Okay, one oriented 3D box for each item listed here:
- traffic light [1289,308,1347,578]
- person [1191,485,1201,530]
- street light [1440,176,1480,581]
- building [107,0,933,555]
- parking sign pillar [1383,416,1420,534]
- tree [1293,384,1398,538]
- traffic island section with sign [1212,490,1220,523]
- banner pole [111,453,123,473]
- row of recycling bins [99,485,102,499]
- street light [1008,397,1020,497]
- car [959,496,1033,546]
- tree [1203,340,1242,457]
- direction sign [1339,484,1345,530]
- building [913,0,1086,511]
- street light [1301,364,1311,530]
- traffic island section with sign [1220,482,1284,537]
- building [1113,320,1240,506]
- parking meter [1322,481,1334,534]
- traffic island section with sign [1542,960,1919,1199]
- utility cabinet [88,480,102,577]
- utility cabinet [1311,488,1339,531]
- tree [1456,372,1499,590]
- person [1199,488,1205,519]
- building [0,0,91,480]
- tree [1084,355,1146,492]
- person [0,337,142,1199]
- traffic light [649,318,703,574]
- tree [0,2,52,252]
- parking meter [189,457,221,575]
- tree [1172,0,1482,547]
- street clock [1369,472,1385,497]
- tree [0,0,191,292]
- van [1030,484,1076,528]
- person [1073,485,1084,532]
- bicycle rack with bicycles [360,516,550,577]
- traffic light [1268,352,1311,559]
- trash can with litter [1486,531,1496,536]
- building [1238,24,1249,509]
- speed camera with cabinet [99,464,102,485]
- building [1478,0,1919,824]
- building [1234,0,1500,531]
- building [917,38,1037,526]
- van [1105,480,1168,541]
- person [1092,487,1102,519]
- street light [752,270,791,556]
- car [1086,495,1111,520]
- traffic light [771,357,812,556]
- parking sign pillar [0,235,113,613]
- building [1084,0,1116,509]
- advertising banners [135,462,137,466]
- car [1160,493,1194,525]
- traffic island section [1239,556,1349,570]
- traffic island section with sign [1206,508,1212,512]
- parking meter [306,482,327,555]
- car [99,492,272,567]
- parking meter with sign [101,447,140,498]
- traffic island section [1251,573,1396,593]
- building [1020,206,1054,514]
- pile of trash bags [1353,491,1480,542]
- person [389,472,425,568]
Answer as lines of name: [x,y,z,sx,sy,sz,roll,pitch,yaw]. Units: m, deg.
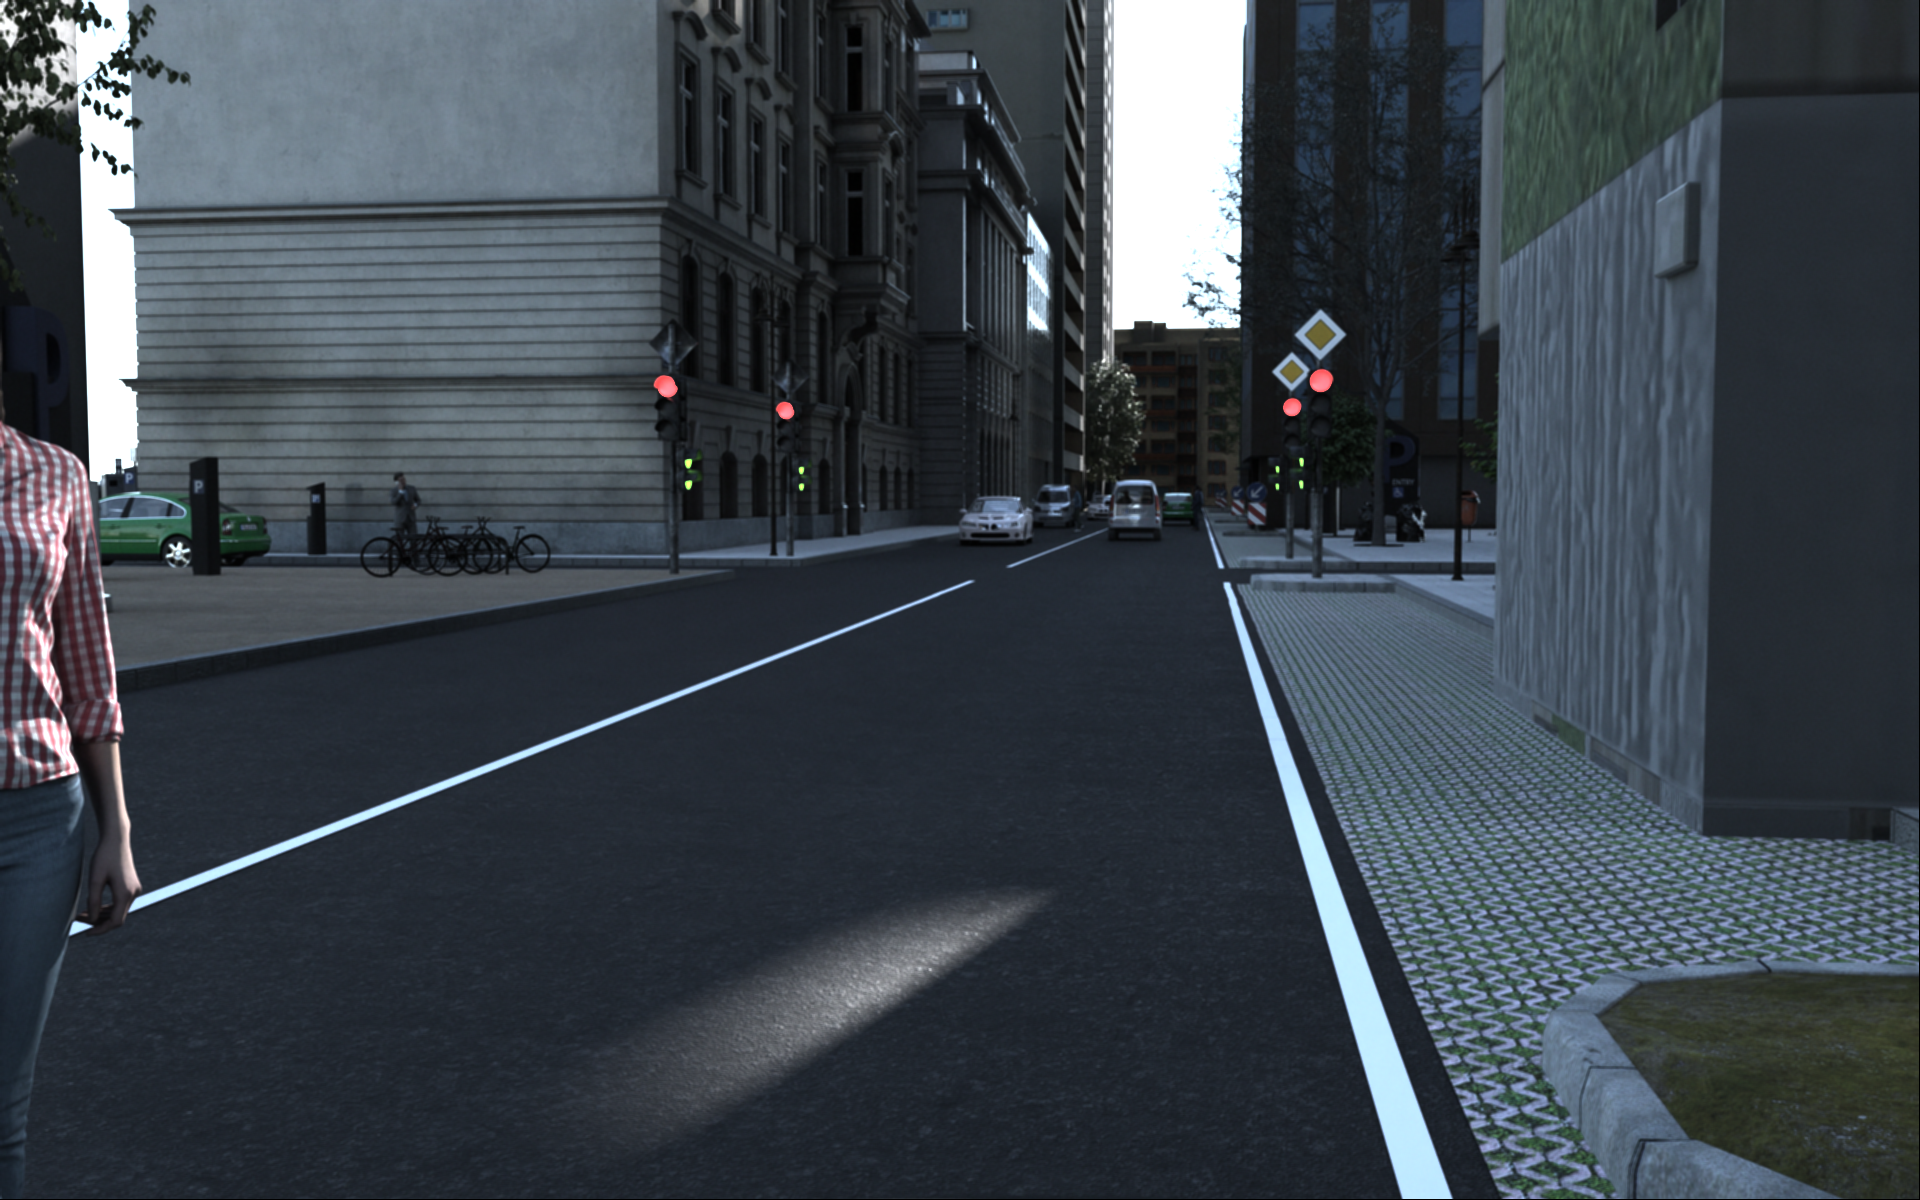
traffic light: [5.444,-2.291,26.375,0.839,4.253,0.868,0,4,8]
person: [9.518,-3.735,69.754,0.419,1.800,0.721,0,4,1]
street light: [7.398,-3.229,25.579,0.468,5.910,1.993,0,4,8]
building: [-8.979,-14.304,52.952,14.460,24.649,34.723,0,4,8]
parking sign pillar: [14.334,-4.165,56.565,1.447,3.967,1.447,1,4,20]
tree: [11.306,-4.157,51.676,4.285,4.588,4.351,0,3,0]
traffic island section with sign: [13.577,-4.700,85.473,1.989,1.847,2.006,0,4,8]
banner pole: [-51.129,-7.031,104.971,0.401,3.779,0.863,3,5,39]
row of recycling bins: [-38.095,-4.108,74.279,1.069,1.692,3.534,2,4,32]
street light: [2.565,-6.722,82.699,0.468,5.910,1.993,0,4,8]
car: [1.082,-2.290,49.804,2.083,1.381,4.827,0,4,6]
tree: [19.975,-11.558,114.734,9.928,11.665,9.643,0,3,0]
direction sign: [13.451,-4.231,61.181,0.876,3.537,0.379,-1,4,-13]
building: [-2.510,-30.468,121.857,21.300,48.544,21.600,0,4,8]
street light: [12.362,-5.429,61.547,0.468,5.910,1.993,0,4,8]
traffic island section with sign: [9.932,-3.066,58.764,1.989,1.847,2.006,0,4,8]
building: [22.764,-22.113,206.580,28.899,21.520,27.650,0,4,8]
parking meter: [11.915,-3.082,56.098,0.255,1.863,0.399,-2,4,-33]
traffic island section with sign: [2.371,0.302,3.688,1.989,1.847,2.006,0,4,8]
utility cabinet: [-12.950,-1.045,25.766,0.318,1.500,1.173,-2,4,-27]
utility cabinet: [12.592,-3.126,59.787,1.173,1.500,0.318,-3,5,-40]
tree: [7.677,-1.742,23.090,1.663,3.219,1.824,0,3,0]
person: [14.054,-5.643,101.023,0.793,1.790,0.793,3,5,44]
building: [-39.245,-15.489,46.757,24.014,27.812,14.314,0,4,8]
tree: [12.626,-15.489,159.906,9.857,13.997,8.962,0,3,0]
person: [-1.484,0.368,2.499,0.388,1.821,0.555,2,4,34]
traffic light: [-4.576,-2.374,27.728,0.839,4.253,0.868,0,4,8]
tree: [-13.307,-4.337,21.279,4.360,8.622,3.978,0,3,0]
parking meter: [-11.946,-1.326,27.398,0.399,1.863,0.255,1,4,21]
tree: [10.302,-8.073,42.368,12.009,13.543,11.850,0,3,0]
street clock: [12.944,-3.014,53.848,0.471,2.002,0.358,1,4,16]
tree: [-7.781,-3.784,12.228,4.737,8.622,4.395,0,3,0]
van: [4.093,-4.152,74.902,2.013,2.044,4.112,0,4,8]
person: [4.508,-3.499,66.047,0.444,1.785,0.601,0,4,6]
bicycle rack with bicycles: [-8.124,-0.894,27.994,2.925,0.926,2.852,-1,4,-18]
traffic light: [6.529,-2.775,34.287,0.839,4.253,0.868,0,4,8]
trash can with litter: [16.955,-2.618,53.860,1.678,1.210,2.233,3,5,45]
building: [31.970,-28.766,153.912,14.154,41.232,14.086,0,4,8]
speed camera with cabinet: [-55.953,-7.288,113.496,0.660,3.252,2.038,-2,4,-34]
building: [10.967,-20.071,11.759,14.154,41.232,14.086,0,4,8]
building: [18.521,-25.601,68.692,14.600,45.320,14.200,0,4,8]
building: [-4.109,-14.690,81.979,13.314,21.916,24.055,0,4,8]
van: [5.567,-2.925,54.829,2.013,2.044,4.112,0,4,7]
person: [7.995,-5.615,100.399,0.679,1.850,0.850,2,4,30]
street light: [-3.885,-3.862,35.940,0.468,5.910,1.993,0,4,8]
car: [8.027,-5.100,95.751,2.083,1.381,4.827,0,4,7]
traffic light: [-3.491,-2.857,35.639,0.839,4.253,0.868,0,4,8]
parking sign pillar: [-9.886,-1.834,18.451,1.447,3.967,1.447,-1,4,-11]
building: [5.007,-45.124,176.022,20.611,71.187,20.563,0,4,8]
advertising banners: [-40.284,-5.379,84.129,0.090,3.025,2.074,0,4,-7]
car: [10.112,-4.386,80.514,1.959,1.807,4.718,0,4,6]
traffic island section: [6.567,-0.741,34.395,2.009,0.180,2.903,0,4,8]
traffic island section with sign: [20.431,-7.756,135.440,1.989,1.847,2.006,0,4,8]
parking meter: [-13.540,-1.714,36.433,0.372,1.533,0.369,0,3,0]
car: [-15.457,-1.457,32.616,4.718,1.807,1.959,1,4,9]
parking meter with sign: [-31.128,-4.119,63.599,0.543,3.016,1.738,3,5,39]
traffic island section: [5.482,-0.257,26.484,2.009,0.180,2.903,0,4,8]
building: [-0.350,-15.149,102.438,10.420,20.320,16.860,0,4,8]
pile of trash bags: [12.299,-2.267,46.811,3.447,1.369,1.912,2,4,31]
person: [-10.372,-1.482,32.542,0.655,1.846,0.447,-3,4,-36]
